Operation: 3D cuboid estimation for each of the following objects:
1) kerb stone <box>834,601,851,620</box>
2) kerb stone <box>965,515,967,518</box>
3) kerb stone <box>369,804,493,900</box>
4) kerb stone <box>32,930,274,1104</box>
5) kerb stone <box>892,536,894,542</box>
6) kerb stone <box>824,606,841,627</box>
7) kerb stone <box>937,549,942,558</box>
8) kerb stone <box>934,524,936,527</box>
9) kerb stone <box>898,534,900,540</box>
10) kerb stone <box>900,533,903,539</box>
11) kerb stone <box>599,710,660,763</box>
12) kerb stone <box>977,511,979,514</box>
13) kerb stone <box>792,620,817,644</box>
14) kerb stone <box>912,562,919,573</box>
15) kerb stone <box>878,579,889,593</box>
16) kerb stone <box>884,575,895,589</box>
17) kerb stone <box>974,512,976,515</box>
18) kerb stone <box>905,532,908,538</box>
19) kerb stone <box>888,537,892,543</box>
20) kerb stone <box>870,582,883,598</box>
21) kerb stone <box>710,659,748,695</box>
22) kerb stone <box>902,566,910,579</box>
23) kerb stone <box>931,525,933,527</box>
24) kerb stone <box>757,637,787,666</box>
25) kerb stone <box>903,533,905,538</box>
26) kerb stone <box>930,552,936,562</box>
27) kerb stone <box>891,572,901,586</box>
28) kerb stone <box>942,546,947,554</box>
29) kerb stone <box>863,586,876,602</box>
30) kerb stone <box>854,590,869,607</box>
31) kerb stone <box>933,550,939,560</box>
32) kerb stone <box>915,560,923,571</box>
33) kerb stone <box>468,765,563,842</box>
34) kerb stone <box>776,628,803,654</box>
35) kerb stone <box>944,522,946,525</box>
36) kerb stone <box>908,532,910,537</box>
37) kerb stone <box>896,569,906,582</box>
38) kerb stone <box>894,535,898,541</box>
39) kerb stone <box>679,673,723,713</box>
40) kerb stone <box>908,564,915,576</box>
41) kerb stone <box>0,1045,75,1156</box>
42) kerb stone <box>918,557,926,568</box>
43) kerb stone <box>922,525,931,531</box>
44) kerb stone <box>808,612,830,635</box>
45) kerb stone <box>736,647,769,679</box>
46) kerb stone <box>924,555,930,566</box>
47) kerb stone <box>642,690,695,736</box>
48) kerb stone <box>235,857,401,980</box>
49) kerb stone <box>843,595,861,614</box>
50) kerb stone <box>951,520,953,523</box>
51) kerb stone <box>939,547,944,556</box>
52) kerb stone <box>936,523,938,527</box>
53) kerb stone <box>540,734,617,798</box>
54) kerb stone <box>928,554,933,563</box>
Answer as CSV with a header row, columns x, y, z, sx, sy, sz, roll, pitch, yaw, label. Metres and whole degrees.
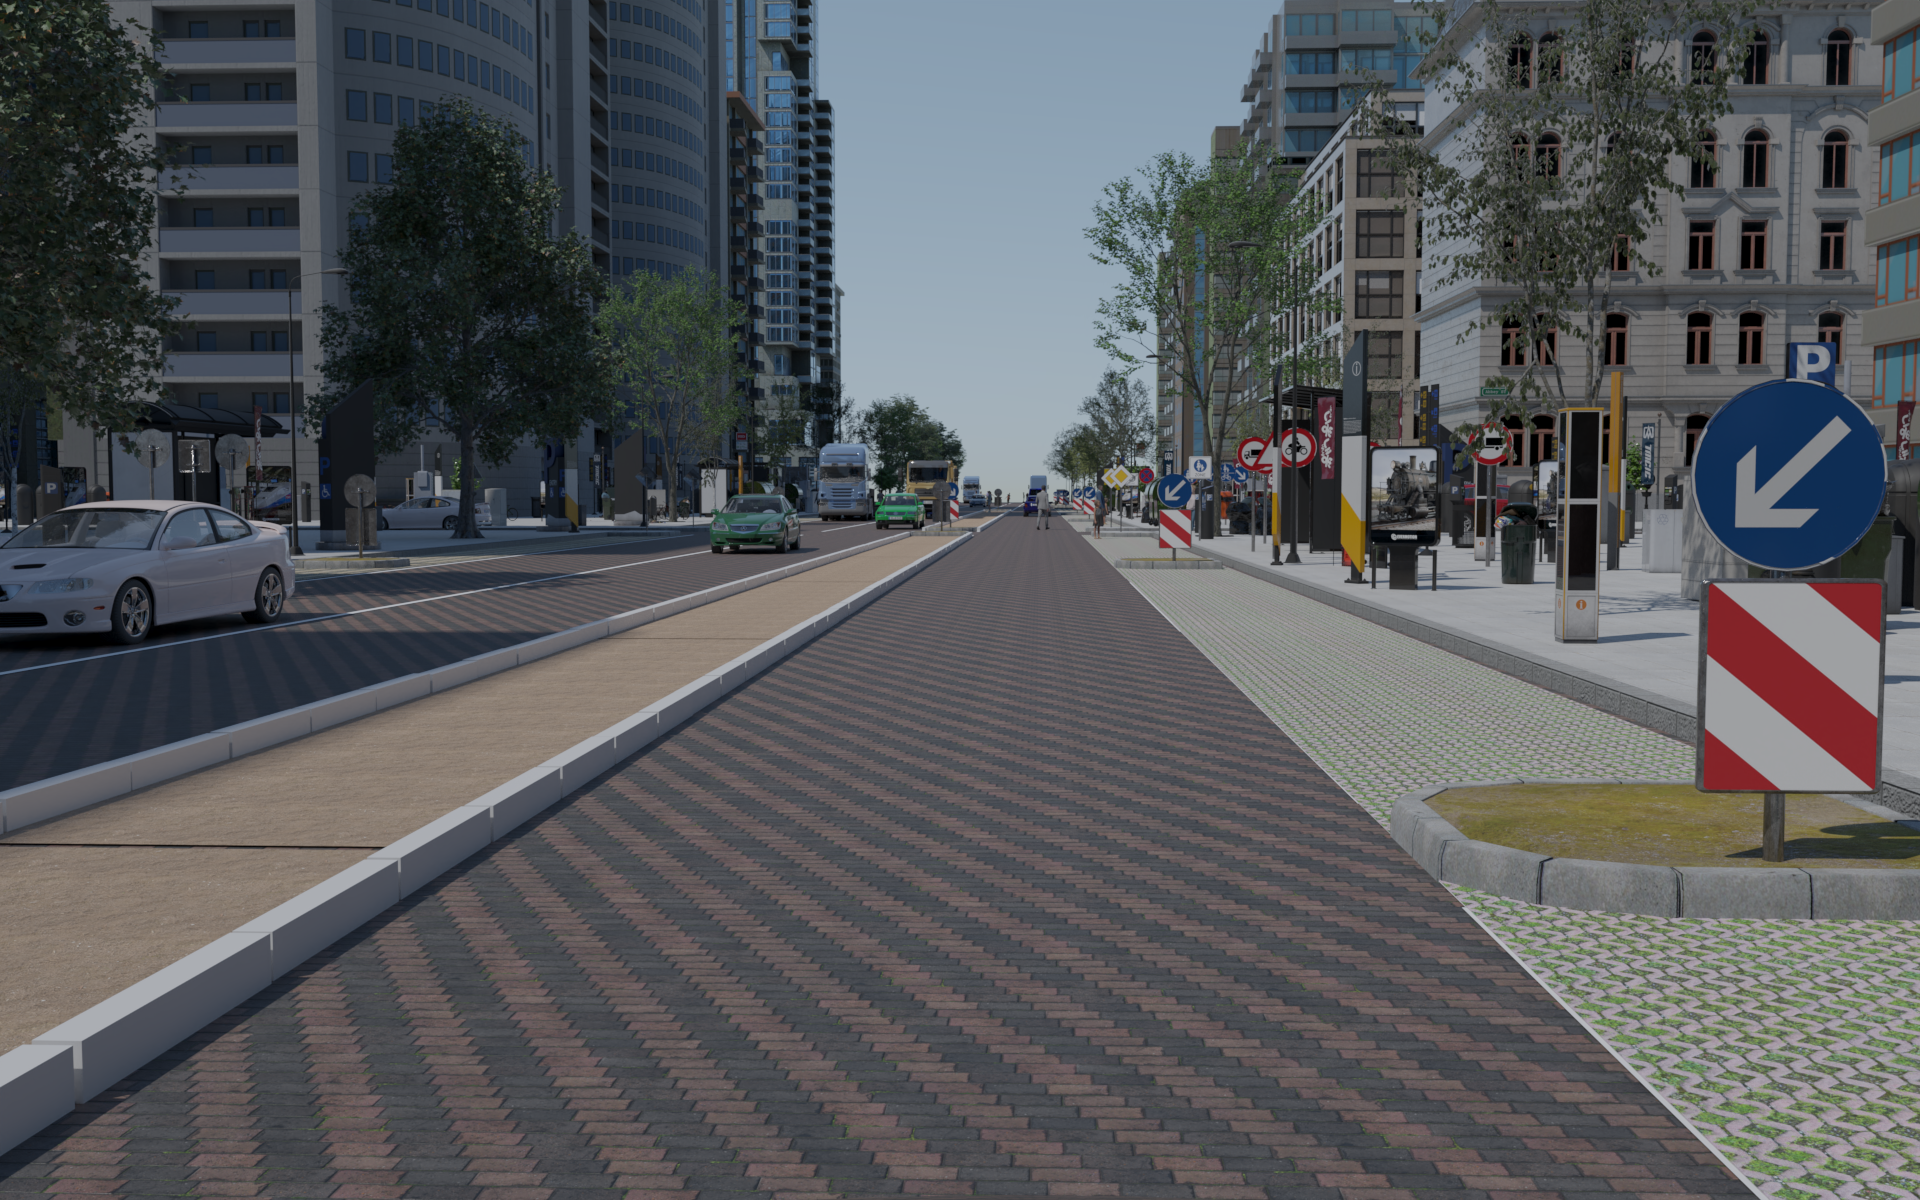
x,y,z,sx,sy,sz,roll,pitch,yaw,label
-1.400,0.142,19.930,0.120,0.150,1.000,0,4,3,kerb stone
0.181,-4.787,100.460,0.120,0.150,1.000,0,4,3,kerb stone
-2.010,0.953,6.613,0.120,0.150,1.000,0,4,3,kerb stone
-2.097,1.078,4.567,0.120,0.150,1.000,0,4,3,kerb stone
-2.098,-1.748,50.769,0.120,0.150,1.000,0,4,3,kerb stone
-1.439,0.206,18.906,0.120,0.150,1.000,0,4,3,kerb stone
-0.551,-0.988,38.353,0.120,0.150,1.000,0,4,3,kerb stone
-1.172,-2.968,70.765,0.120,0.150,1.000,0,4,3,kerb stone
-1.995,-1.863,52.819,0.120,0.150,1.000,0,4,3,kerb stone
-1.947,-1.936,53.842,0.120,0.150,1.000,0,4,3,kerb stone
-1.862,0.768,9.689,0.120,0.150,1.000,0,4,3,kerb stone
1.024,-5.915,118.903,0.120,0.150,1.000,0,4,3,kerb stone
-1.542,0.327,16.853,0.120,0.150,1.000,0,4,3,kerb stone
-0.884,-0.544,31.199,0.120,0.150,1.000,0,4,3,kerb stone
-1.164,-0.175,25.050,0.120,0.150,1.000,0,4,3,kerb stone
-1.117,-0.233,26.085,0.120,0.150,1.000,0,4,3,kerb stone
0.780,-5.601,113.787,0.120,0.150,1.000,0,4,3,kerb stone
-1.859,-2.057,55.885,0.120,0.150,1.000,0,4,3,kerb stone
-2.140,-1.681,49.748,0.120,0.150,1.000,0,4,3,kerb stone
-1.213,-0.112,24.029,0.120,0.150,1.000,0,4,3,kerb stone
-1.726,0.577,12.765,0.120,0.150,1.000,0,4,3,kerb stone
-0.974,-0.426,29.156,0.120,0.150,1.000,0,4,3,kerb stone
-1.263,-2.845,68.715,0.120,0.150,1.000,0,4,3,kerb stone
-1.634,0.452,14.809,0.120,0.150,1.000,0,4,3,kerb stone
-1.908,-1.997,54.864,0.120,0.150,1.000,0,4,3,kerb stone
-0.644,-0.861,36.308,0.120,0.150,1.000,0,4,3,kerb stone
-1.067,-0.299,27.106,0.120,0.150,1.000,0,4,3,kerb stone
-0.459,-1.113,40.399,0.120,0.150,1.000,0,4,3,kerb stone
-1.258,-0.046,23.007,0.120,0.150,1.000,0,4,3,kerb stone
-1.302,0.014,21.980,0.120,0.150,1.000,0,4,3,kerb stone
-0.596,-0.926,37.329,0.120,0.150,1.000,0,4,3,kerb stone
-0.830,-0.609,32.220,0.120,0.150,1.000,0,4,3,kerb stone
-1.959,0.891,7.634,0.120,0.150,1.000,0,4,3,kerb stone
-1.584,0.389,15.832,0.120,0.150,1.000,0,4,3,kerb stone
-0.846,-3.410,77.941,0.120,0.150,1.000,0,4,3,kerb stone
-1.813,-2.123,56.907,0.120,0.150,1.000,0,4,3,kerb stone
-1.022,-0.361,28.128,0.120,0.150,1.000,0,4,3,kerb stone
-2.043,-1.810,51.790,0.120,0.150,1.000,0,4,3,kerb stone
-1.774,0.642,11.740,0.120,0.150,1.000,0,4,3,kerb stone
-0.926,-0.488,30.178,0.120,0.150,1.000,0,4,3,kerb stone
-2.146,1.141,3.537,0.120,0.150,1.000,0,4,3,kerb stone
-0.791,-0.675,33.241,0.120,0.150,1.000,0,4,3,kerb stone
-1.323,-2.776,67.693,0.120,0.150,1.000,0,4,3,kerb stone
-1.490,0.264,17.875,0.120,0.150,1.000,0,4,3,kerb stone
-1.677,0.514,13.786,0.120,0.150,1.000,0,4,3,kerb stone
-0.743,-0.738,34.263,0.120,0.150,1.000,0,4,3,kerb stone
-1.814,0.702,10.716,0.120,0.150,1.000,0,4,3,kerb stone
-2.057,1.018,5.592,0.120,0.150,1.000,0,4,3,kerb stone
-1.344,0.076,20.959,0.120,0.150,1.000,0,4,3,kerb stone
-0.566,-3.786,84.092,0.120,0.150,1.000,0,4,3,kerb stone
-0.508,-1.051,39.374,0.120,0.150,1.000,0,4,3,kerb stone
-1.126,-3.033,71.786,0.120,0.150,1.000,0,4,3,kerb stone
-1.909,0.828,8.660,0.120,0.150,1.000,0,4,3,kerb stone
-0.693,-0.798,35.284,0.120,0.150,1.000,0,4,3,kerb stone
